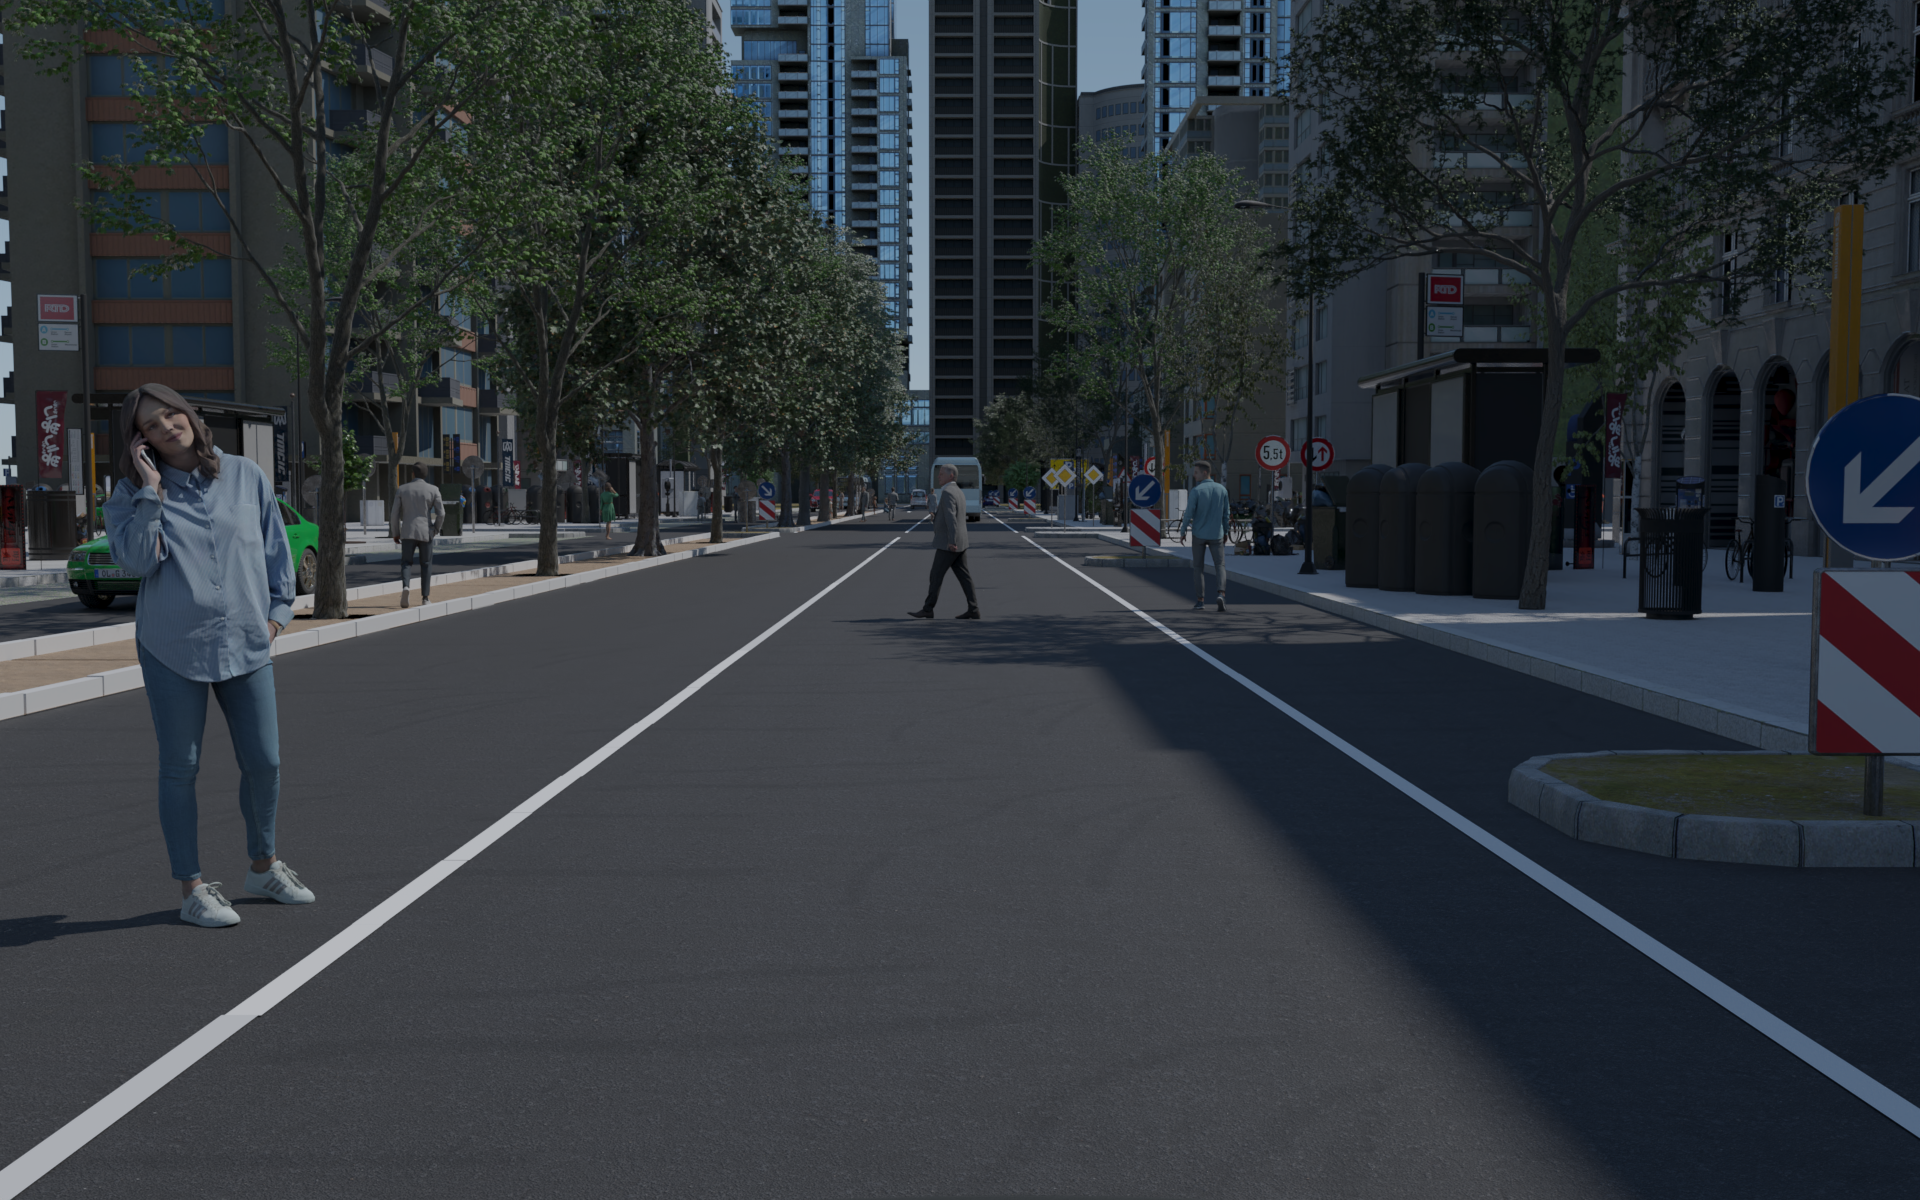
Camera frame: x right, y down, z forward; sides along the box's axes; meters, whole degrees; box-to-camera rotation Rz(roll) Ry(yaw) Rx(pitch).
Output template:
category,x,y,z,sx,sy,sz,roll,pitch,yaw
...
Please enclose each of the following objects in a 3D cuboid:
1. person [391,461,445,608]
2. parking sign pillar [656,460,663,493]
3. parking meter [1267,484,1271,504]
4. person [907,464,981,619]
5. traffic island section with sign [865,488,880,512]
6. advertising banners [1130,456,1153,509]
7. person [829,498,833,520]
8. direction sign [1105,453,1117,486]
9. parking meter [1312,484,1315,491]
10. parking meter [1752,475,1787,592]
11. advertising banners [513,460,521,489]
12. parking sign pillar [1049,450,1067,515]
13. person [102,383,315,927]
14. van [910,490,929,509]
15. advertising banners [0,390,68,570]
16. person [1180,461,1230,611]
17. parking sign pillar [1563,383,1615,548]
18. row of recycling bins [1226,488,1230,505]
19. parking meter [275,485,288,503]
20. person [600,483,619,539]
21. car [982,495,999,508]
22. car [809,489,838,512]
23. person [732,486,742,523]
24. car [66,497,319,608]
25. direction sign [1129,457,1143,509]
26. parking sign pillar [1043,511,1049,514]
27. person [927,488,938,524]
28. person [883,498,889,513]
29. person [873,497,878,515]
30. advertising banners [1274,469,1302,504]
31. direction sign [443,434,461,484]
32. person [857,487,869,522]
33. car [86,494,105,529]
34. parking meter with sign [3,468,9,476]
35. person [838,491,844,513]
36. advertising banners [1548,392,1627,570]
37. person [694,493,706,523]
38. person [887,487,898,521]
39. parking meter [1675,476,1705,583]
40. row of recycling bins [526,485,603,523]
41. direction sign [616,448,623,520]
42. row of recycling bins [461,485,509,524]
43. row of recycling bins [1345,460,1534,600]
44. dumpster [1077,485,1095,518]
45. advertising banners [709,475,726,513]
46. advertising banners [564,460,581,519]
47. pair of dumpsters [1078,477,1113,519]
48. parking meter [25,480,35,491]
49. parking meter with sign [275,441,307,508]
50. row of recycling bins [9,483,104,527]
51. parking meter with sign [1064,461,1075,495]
category,x,y,z,sx,sy,sz,roll,pitch,yaw
person,-6.837,-0.826,21.847,0.661,1.843,0.795,-1,4,-11
parking sign pillar,-22.896,-8.738,131.332,1.447,3.967,1.447,1,4,19
parking meter,18.628,-6.010,103.981,0.399,1.863,0.255,-1,4,-23
person,-0.181,-0.668,19.818,0.834,1.777,0.661,0,4,5
traffic island section with sign,-7.261,-8.085,140.332,2.006,1.907,1.989,0,3,0
advertising banners,8.639,-5.079,79.229,2.074,3.025,0.090,-2,4,-26
person,-7.195,-4.979,94.926,0.505,1.210,0.382,1,4,13
direction sign,8.448,-6.410,96.795,0.876,3.537,0.379,-3,4,-38
parking meter,8.723,-2.059,42.084,0.372,1.533,0.369,0,3,0
parking meter,10.644,-0.878,22.773,0.372,1.533,0.369,0,3,0
advertising banners,-22.613,-5.773,90.577,0.090,3.025,2.074,2,4,30
parking sign pillar,6.588,-7.235,106.768,1.447,3.967,1.447,2,4,29
person,-2.515,0.180,5.821,0.793,1.790,0.793,1,4,20
van,-3.847,-9.689,165.423,2.013,2.044,4.112,0,4,1
advertising banners,-16.059,-2.017,29.173,2.074,3.025,0.090,0,4,-4
person,3.035,-0.794,21.348,0.638,1.841,0.748,0,4,-1
parking sign pillar,15.040,-3.256,41.708,1.447,3.967,1.447,3,5,41
row of recycling bins,15.480,-5.894,103.482,1.069,1.692,3.534,1,4,19
parking meter,-19.581,-2.542,49.968,0.372,1.533,0.369,0,3,0
person,-11.157,-2.820,54.851,0.600,1.795,0.529,0,4,6
car,3.180,-10.244,180.066,1.945,1.354,3.894,0,3,0
car,-10.894,-7.939,138.476,2.281,1.827,5.304,0,4,-2
person,-11.122,-4.811,86.963,0.655,1.846,0.447,-1,4,-17
car,-10.132,-0.882,23.210,1.959,1.807,4.718,0,4,1
direction sign,10.687,-6.936,105.404,0.876,3.537,0.379,-1,4,-11
parking sign pillar,6.231,-7.720,114.691,1.447,3.967,1.447,0,4,-6
person,-1.303,-4.565,83.892,0.466,1.731,0.760,-3,5,-42
person,-5.350,-7.047,129.211,0.738,1.151,1.012,2,4,30
person,-5.915,-6.597,121.027,0.373,1.253,0.362,0,4,7
advertising banners,19.110,-6.376,100.439,2.074,3.025,0.090,1,4,9
direction sign,-19.177,-4.489,65.395,0.876,3.537,0.379,2,4,29
person,-4.948,-4.874,88.295,0.694,1.812,0.767,3,5,41
car,-29.842,-3.194,61.023,4.718,1.807,1.959,0,4,-2
parking meter with sign,-63.930,-7.403,117.303,1.738,3.016,0.543,2,4,25
person,-8.992,-7.440,130.481,0.374,1.781,0.599,-2,4,-34
advertising banners,10.620,-2.035,29.466,2.074,3.025,0.090,-2,4,-29
person,-12.969,-4.608,86.435,0.523,1.515,0.503,3,4,36
person,-3.646,-5.206,93.823,0.606,1.804,0.583,0,4,-3
parking meter,10.167,-0.962,24.148,0.372,1.533,0.369,0,3,0
row of recycling bins,-17.646,-4.306,77.516,3.534,1.692,1.069,-3,4,-36
direction sign,-16.665,-5.660,84.537,0.379,3.537,0.876,-1,4,-11
row of recycling bins,-21.106,-4.170,75.288,1.069,1.692,3.534,2,4,31
row of recycling bins,6.212,-0.946,22.573,1.069,1.692,3.534,-1,4,-21
dumpster,6.727,-5.371,93.577,1.264,1.857,1.865,0,3,0
advertising banners,-16.832,-7.429,117.656,2.074,3.025,0.090,0,4,1
advertising banners,-20.011,-5.575,87.335,2.074,3.025,0.090,0,4,-8
pair of dumpsters,7.099,-5.374,90.364,1.574,2.255,4.437,0,3,0
parking meter,-39.520,-4.152,73.600,0.399,1.863,0.255,-2,4,-30
parking meter with sign,-22.495,-3.722,57.116,1.738,3.016,0.543,-3,4,-36
row of recycling bins,-35.441,-3.709,67.758,3.534,1.692,1.069,-1,4,-22
parking meter with sign,5.769,-5.780,90.771,0.543,3.016,1.738,0,4,-1
